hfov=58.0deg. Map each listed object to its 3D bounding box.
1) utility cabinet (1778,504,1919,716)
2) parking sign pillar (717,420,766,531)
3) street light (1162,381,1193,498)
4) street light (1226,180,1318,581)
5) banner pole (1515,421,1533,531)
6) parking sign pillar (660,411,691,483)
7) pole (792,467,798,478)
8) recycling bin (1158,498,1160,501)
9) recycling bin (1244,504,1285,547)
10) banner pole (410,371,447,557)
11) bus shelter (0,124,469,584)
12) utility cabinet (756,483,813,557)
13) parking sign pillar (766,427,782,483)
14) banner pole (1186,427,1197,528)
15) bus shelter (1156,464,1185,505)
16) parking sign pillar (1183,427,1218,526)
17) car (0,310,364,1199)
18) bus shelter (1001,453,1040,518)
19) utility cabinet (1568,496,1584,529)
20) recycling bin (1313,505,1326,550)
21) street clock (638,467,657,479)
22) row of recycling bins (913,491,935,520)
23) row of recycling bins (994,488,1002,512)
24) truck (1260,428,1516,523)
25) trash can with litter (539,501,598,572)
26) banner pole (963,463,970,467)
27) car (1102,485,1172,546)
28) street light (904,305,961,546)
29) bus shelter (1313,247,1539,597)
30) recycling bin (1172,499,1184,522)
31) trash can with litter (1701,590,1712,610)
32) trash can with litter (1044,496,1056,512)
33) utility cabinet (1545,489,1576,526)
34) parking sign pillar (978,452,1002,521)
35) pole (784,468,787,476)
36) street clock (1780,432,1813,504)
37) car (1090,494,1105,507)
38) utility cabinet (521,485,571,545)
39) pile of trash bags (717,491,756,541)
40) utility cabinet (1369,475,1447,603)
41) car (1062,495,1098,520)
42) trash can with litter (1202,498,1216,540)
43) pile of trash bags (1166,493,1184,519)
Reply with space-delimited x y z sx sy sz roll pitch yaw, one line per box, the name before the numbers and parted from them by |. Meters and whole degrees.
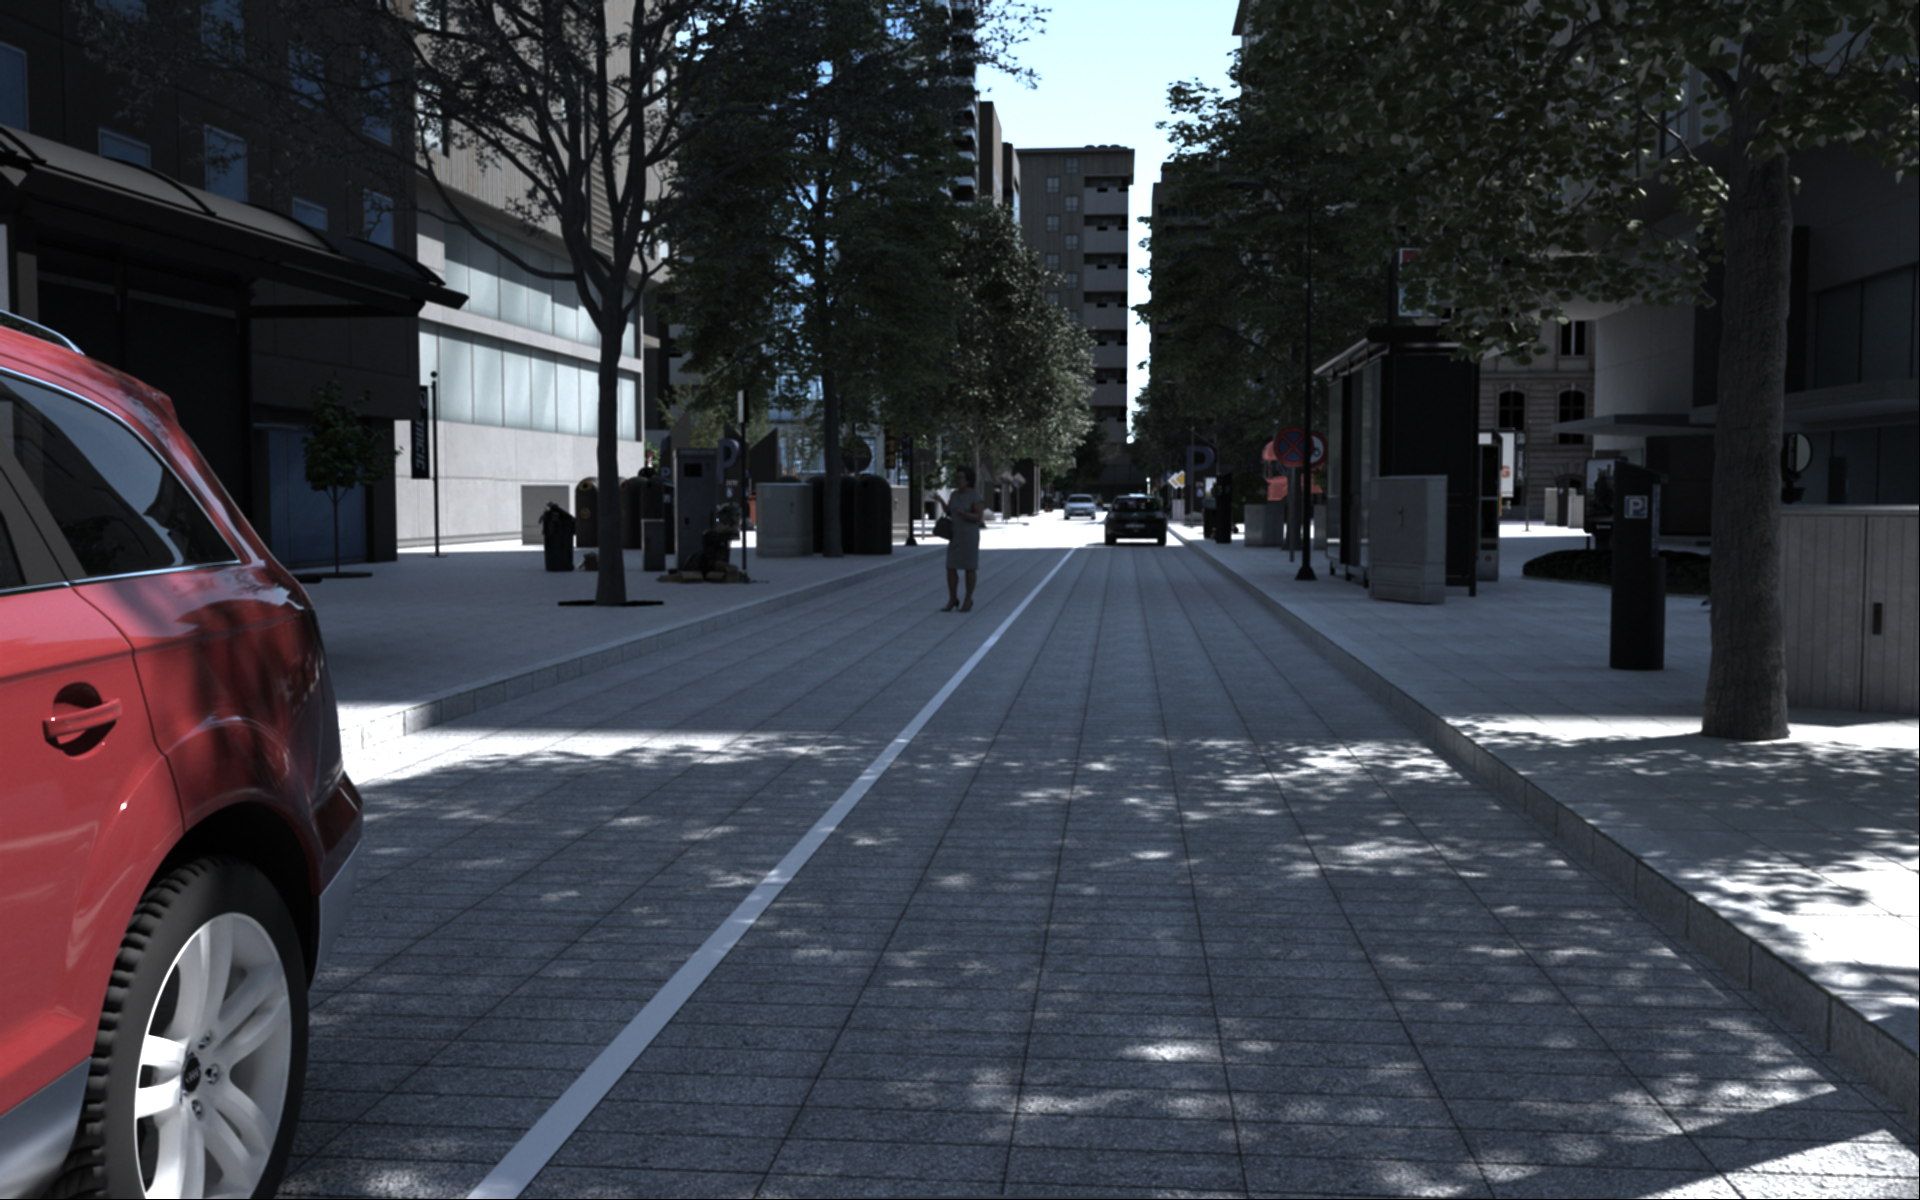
utility cabinet | 5.295 0.050 10.343 1.020 1.237 0.306 3 4 38
parking sign pillar | -7.969 -4.439 61.052 1.447 3.967 1.447 -3 5 -44
street light | 9.023 -6.047 71.407 1.470 5.913 1.316 0 4 5
street light | 4.630 -3.255 25.756 1.470 5.913 1.316 0 4 5
banner pole | 19.432 -4.264 59.733 0.401 3.779 0.863 -2 4 -24
parking sign pillar | -9.081 -4.086 55.271 1.447 3.967 1.447 1 4 19
pole | -12.646 -8.437 131.792 0.158 3.312 0.155 0 3 0
recycling bin | 14.459 -6.927 125.814 0.722 1.027 0.722 1 4 21
recycling bin | 7.469 -1.832 42.509 0.722 1.027 0.722 -2 4 -33
banner pole | -10.845 -2.764 35.217 0.401 3.779 0.863 2 4 32
bus shelter | -5.193 -1.060 11.260 2.014 3.302 5.546 0 4 5
utility cabinet | -3.577 -1.632 35.361 1.173 1.500 0.318 -3 4 -36
parking sign pillar | -7.883 -5.015 70.470 1.447 3.967 1.447 2 4 29
banner pole | 8.746 -4.603 65.282 0.401 3.779 0.863 0 4 6
bus shelter | 14.452 -7.594 118.086 2.014 3.302 5.546 0 4 5
parking sign pillar | 9.661 -4.944 69.302 1.447 3.967 1.447 1 4 16
car | -2.412 0.429 1.662 2.281 1.827 5.304 0 4 3
bus shelter | 3.464 -7.410 98.782 2.179 5.291 8.768 0 4 6
utility cabinet | 23.125 -3.253 64.355 1.020 1.237 0.306 -1 4 -10
recycling bin | 8.668 -1.680 40.025 0.722 1.027 0.722 -2 4 -31
street clock | -8.328 -2.546 46.205 0.471 2.002 0.358 -2 4 -29
row of recycling bins | -2.508 -4.849 86.389 3.534 1.692 1.069 1 4 12
row of recycling bins | 2.940 -7.095 123.123 3.534 1.692 1.069 3 4 38
truck | 18.100 -5.286 75.344 11.283 4.237 2.839 0 4 6
trash can with litter | -6.456 -1.070 28.888 1.055 1.170 0.624 -1 4 -23
banner pole | 0.382 -5.559 80.905 0.863 3.779 0.401 0 4 6
car | 5.046 -2.426 49.457 2.009 1.686 4.222 0 4 7
street light | -0.675 -4.298 42.815 1.470 5.913 1.316 0 4 5
bus shelter | 6.522 -2.946 25.795 2.179 5.291 8.768 0 4 5
recycling bin | 10.383 -4.194 81.128 0.722 1.027 0.722 1 4 21
trash can with litter | 8.496 -0.436 18.516 1.055 1.170 0.624 3 5 43
trash can with litter | 6.283 -6.736 121.525 0.624 1.170 1.055 1 4 20
utility cabinet | 24.050 -3.712 69.374 1.173 1.500 0.318 1 4 17
parking sign pillar | 1.009 -5.744 82.382 1.447 3.967 1.447 3 5 40
pole | -13.594 -8.641 135.125 0.158 3.312 0.155 0 3 0
street clock | 9.808 -0.974 20.499 0.471 2.002 0.358 -1 4 -22
car | 14.558 -10.768 186.281 2.015 1.641 3.980 0 4 6
utility cabinet | -10.343 -2.118 43.305 1.173 1.500 0.318 0 4 -7
pile of trash bags | -6.539 -2.305 47.441 3.447 1.369 1.912 2 4 35
utility cabinet | 5.297 -0.727 20.562 0.318 1.500 1.173 -1 4 -19
car | 6.750 -5.210 97.182 2.014 1.417 4.499 0 4 5
trash can with litter | 7.275 -2.311 49.175 0.624 1.170 1.055 -1 4 -14
pile of trash bags | 11.628 -4.892 89.743 1.912 1.369 3.447 0 4 3
